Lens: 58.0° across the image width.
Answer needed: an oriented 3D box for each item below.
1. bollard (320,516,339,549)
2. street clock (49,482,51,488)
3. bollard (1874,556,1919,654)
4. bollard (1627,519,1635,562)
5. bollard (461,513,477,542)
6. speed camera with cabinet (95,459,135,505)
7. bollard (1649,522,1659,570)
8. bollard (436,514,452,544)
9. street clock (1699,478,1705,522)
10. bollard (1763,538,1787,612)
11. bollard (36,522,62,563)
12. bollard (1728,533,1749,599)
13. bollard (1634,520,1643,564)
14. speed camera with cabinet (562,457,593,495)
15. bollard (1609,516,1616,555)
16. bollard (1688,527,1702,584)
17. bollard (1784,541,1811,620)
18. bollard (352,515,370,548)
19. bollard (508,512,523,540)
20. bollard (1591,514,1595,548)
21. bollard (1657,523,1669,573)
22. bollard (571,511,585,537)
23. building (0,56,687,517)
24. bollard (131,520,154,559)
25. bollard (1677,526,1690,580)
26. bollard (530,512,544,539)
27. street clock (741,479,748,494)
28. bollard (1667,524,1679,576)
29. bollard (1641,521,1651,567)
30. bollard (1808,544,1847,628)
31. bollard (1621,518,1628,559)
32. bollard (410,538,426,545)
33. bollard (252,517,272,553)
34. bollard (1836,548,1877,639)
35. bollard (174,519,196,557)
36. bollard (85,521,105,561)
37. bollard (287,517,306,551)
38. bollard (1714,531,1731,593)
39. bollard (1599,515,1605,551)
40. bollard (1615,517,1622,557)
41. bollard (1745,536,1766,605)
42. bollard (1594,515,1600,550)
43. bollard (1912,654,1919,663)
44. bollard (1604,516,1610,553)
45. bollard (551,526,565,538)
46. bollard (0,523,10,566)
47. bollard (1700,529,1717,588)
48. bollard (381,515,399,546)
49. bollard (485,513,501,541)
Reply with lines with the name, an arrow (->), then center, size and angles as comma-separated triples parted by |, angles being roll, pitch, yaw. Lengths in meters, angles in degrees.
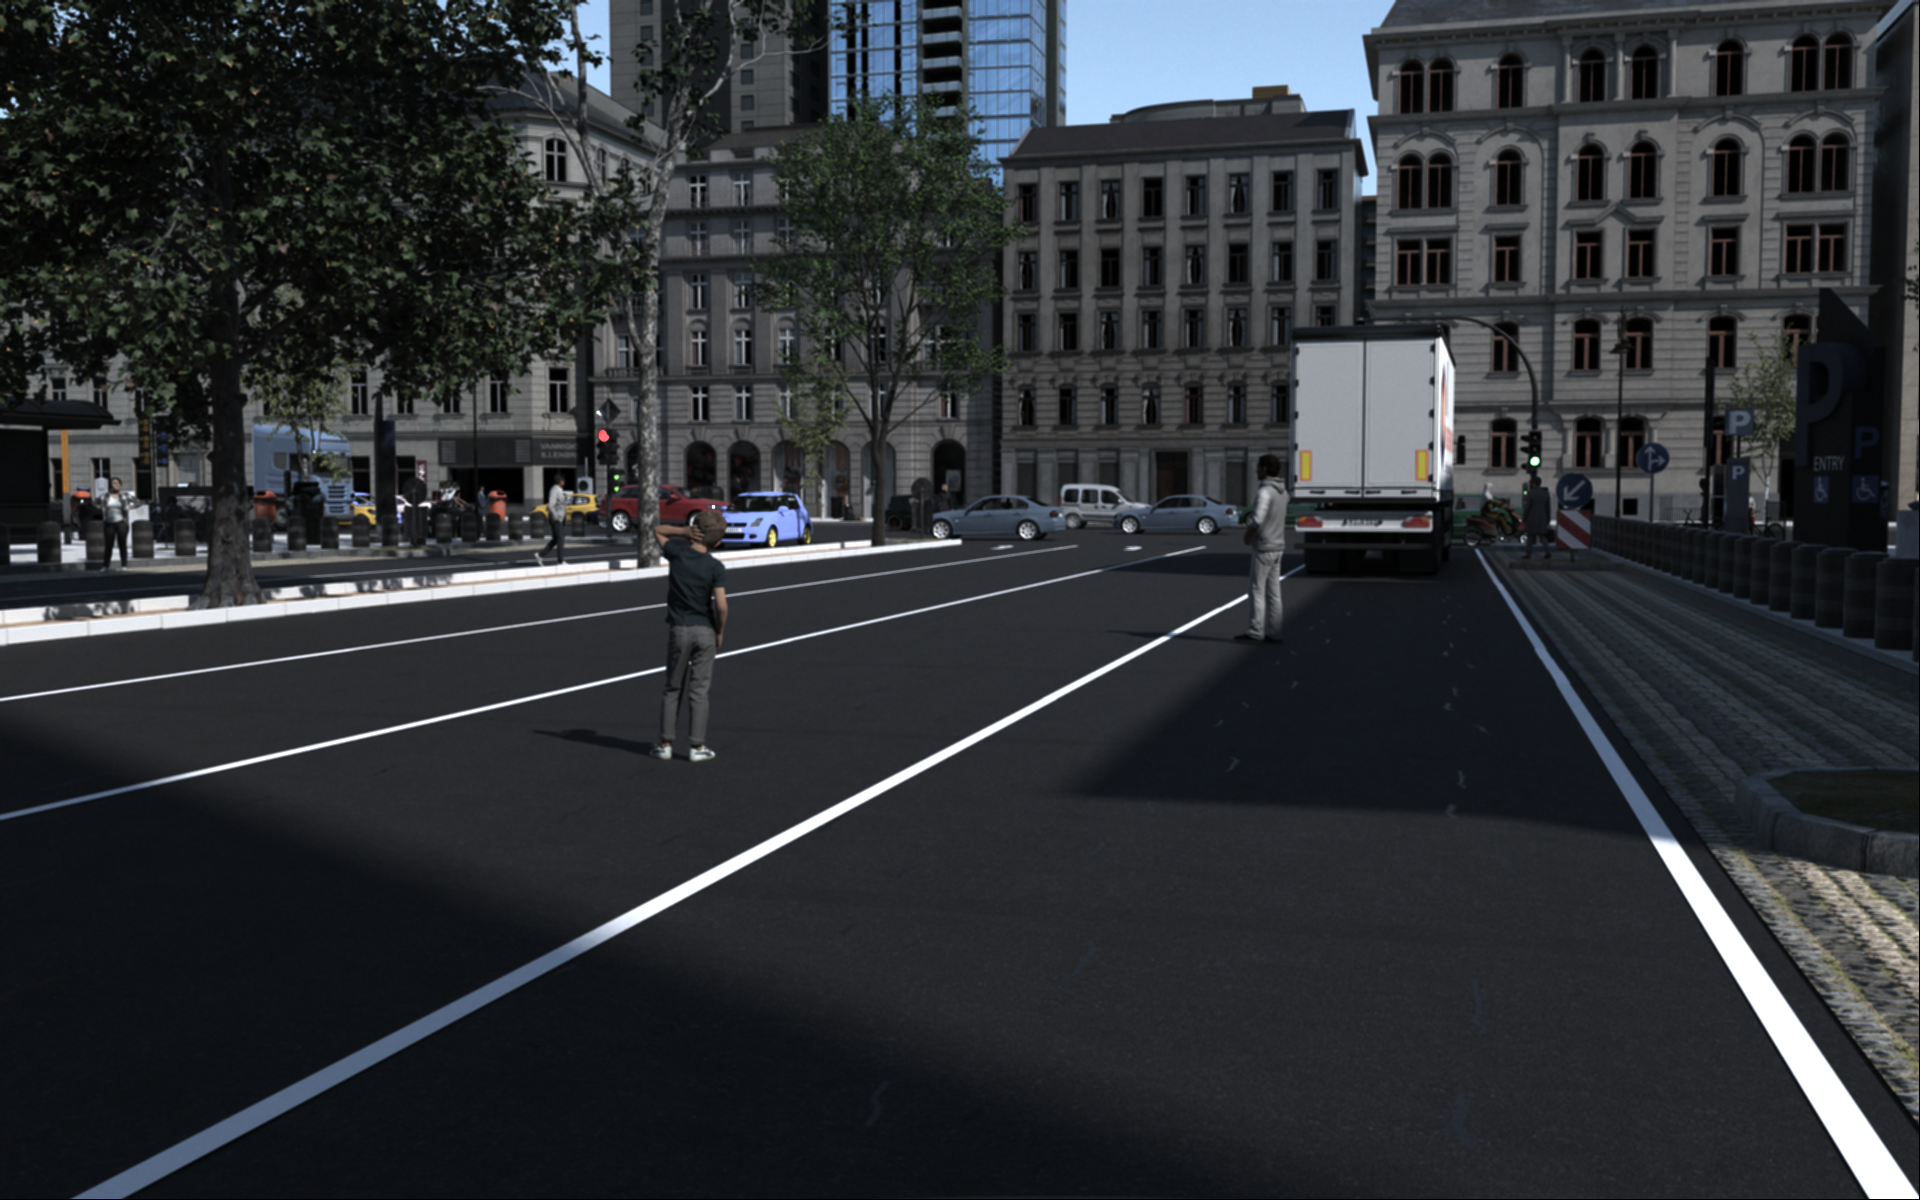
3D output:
bollard -> -14.689, -1.568, 40.361 | 0.404, 0.777, 0.398 | 0, 3, 0
street clock -> -51.817, -5.731, 98.277 | 0.471, 2.002, 0.358 | -1, 4, -17
bollard -> 7.818, 0.022, 14.358 | 0.404, 0.777, 0.398 | 0, 3, 0
bollard -> 12.974, -1.115, 32.940 | 0.404, 0.777, 0.398 | 0, 3, 0
bollard -> -13.085, -1.923, 46.156 | 0.404, 0.777, 0.398 | 0, 3, 0
speed camera with cabinet -> -48.423, -6.415, 99.225 | 2.038, 3.252, 0.660 | -2, 4, -29
bollard -> 12.009, -0.902, 29.464 | 0.404, 0.777, 0.398 | 0, 3, 0
bollard -> -13.409, -1.852, 44.998 | 0.404, 0.777, 0.398 | 0, 3, 0
street clock -> 33.730, -4.522, 78.506 | 0.471, 2.002, 0.358 | -2, 4, -34
bollard -> 9.102, -0.262, 18.996 | 0.404, 0.777, 0.398 | 0, 3, 0
bollard -> -16.951, -1.071, 32.224 | 0.404, 0.777, 0.398 | 0, 3, 0
bollard -> 9.749, -0.404, 21.319 | 0.404, 0.777, 0.398 | 0, 3, 0
bollard -> 12.651, -1.044, 31.782 | 0.404, 0.777, 0.398 | 0, 3, 0
speed camera with cabinet -> -20.869, -6.061, 93.441 | 2.038, 3.252, 0.660 | 1, 4, 10
bollard -> 13.943, -1.328, 36.432 | 0.404, 0.777, 0.398 | 0, 3, 0
bollard -> 10.722, -0.617, 24.812 | 0.404, 0.777, 0.398 | 0, 3, 0
bollard -> 8.780, -0.191, 17.832 | 0.404, 0.777, 0.398 | 0, 3, 0
bollard -> -14.368, -1.639, 41.519 | 0.404, 0.777, 0.398 | 0, 3, 0
bollard -> -12.443, -2.065, 48.477 | 0.404, 0.777, 0.398 | 0, 3, 0
bollard -> 15.230, -1.613, 41.090 | 0.404, 0.777, 0.398 | 0, 3, 0
bollard -> 11.685, -0.831, 28.303 | 0.404, 0.777, 0.398 | 0, 3, 0
bollard -> -11.472, -2.278, 51.967 | 0.404, 0.777, 0.398 | 0, 3, 0
building -> -40.489, -20.379, 109.618 | 44.131, 29.872, 17.030 | 1, 4, 15
bollard -> -16.306, -1.213, 34.553 | 0.404, 0.777, 0.398 | 0, 3, 0
bollard -> 11.040, -0.688, 25.972 | 0.404, 0.777, 0.398 | 0, 3, 0
bollard -> -12.121, -2.136, 49.642 | 0.404, 0.777, 0.398 | 0, 3, 0
street clock -> -10.378, -4.825, 83.453 | 0.358, 2.002, 0.471 | 1, 4, 13
bollard -> 11.361, -0.759, 27.130 | 0.404, 0.777, 0.398 | 0, 3, 0
bollard -> 12.334, -0.973, 30.621 | 0.404, 0.777, 0.398 | 0, 3, 0
bollard -> 8.463, -0.120, 16.673 | 0.404, 0.777, 0.398 | 0, 3, 0
bollard -> 13.295, -1.185, 34.098 | 0.404, 0.777, 0.398 | 0, 3, 0
bollard -> -13.728, -1.781, 43.836 | 0.404, 0.777, 0.398 | 0, 3, 0
bollard -> -15.334, -1.427, 38.046 | 0.404, 0.777, 0.398 | 0, 3, 0
bollard -> 8.143, -0.049, 15.514 | 0.404, 0.777, 0.398 | 0, 3, 0
bollard -> -15.981, -1.285, 35.721 | 0.404, 0.777, 0.398 | 0, 3, 0
bollard -> -16.633, -1.142, 33.382 | 0.404, 0.777, 0.398 | 0, 3, 0
bollard -> -15.015, -1.498, 39.204 | 0.404, 0.777, 0.398 | 0, 3, 0
bollard -> 10.072, -0.475, 22.480 | 0.404, 0.777, 0.398 | 0, 3, 0
bollard -> 14.588, -1.471, 38.761 | 0.404, 0.777, 0.398 | 0, 3, 0
bollard -> 13.621, -1.257, 35.270 | 0.404, 0.777, 0.398 | 0, 3, 0
bollard -> 9.426, -0.332, 20.153 | 0.404, 0.777, 0.398 | 0, 3, 0
bollard -> 14.911, -1.541, 39.919 | 0.404, 0.777, 0.398 | 0, 3, 0
bollard -> 7.497, 0.093, 13.197 | 0.404, 0.777, 0.398 | 0, 3, 0
bollard -> 14.264, -1.399, 37.593 | 0.404, 0.777, 0.398 | 0, 3, 0
bollard -> -11.795, -2.208, 50.809 | 0.404, 0.777, 0.398 | 0, 3, 0
bollard -> -17.272, -1.000, 31.065 | 0.404, 0.777, 0.398 | 0, 3, 0
bollard -> 10.397, -0.546, 23.652 | 0.404, 0.777, 0.398 | 0, 3, 0
bollard -> -14.050, -1.710, 42.678 | 0.404, 0.777, 0.398 | 0, 3, 0
bollard -> -12.761, -1.994, 47.318 | 0.404, 0.777, 0.398 | 0, 3, 0
